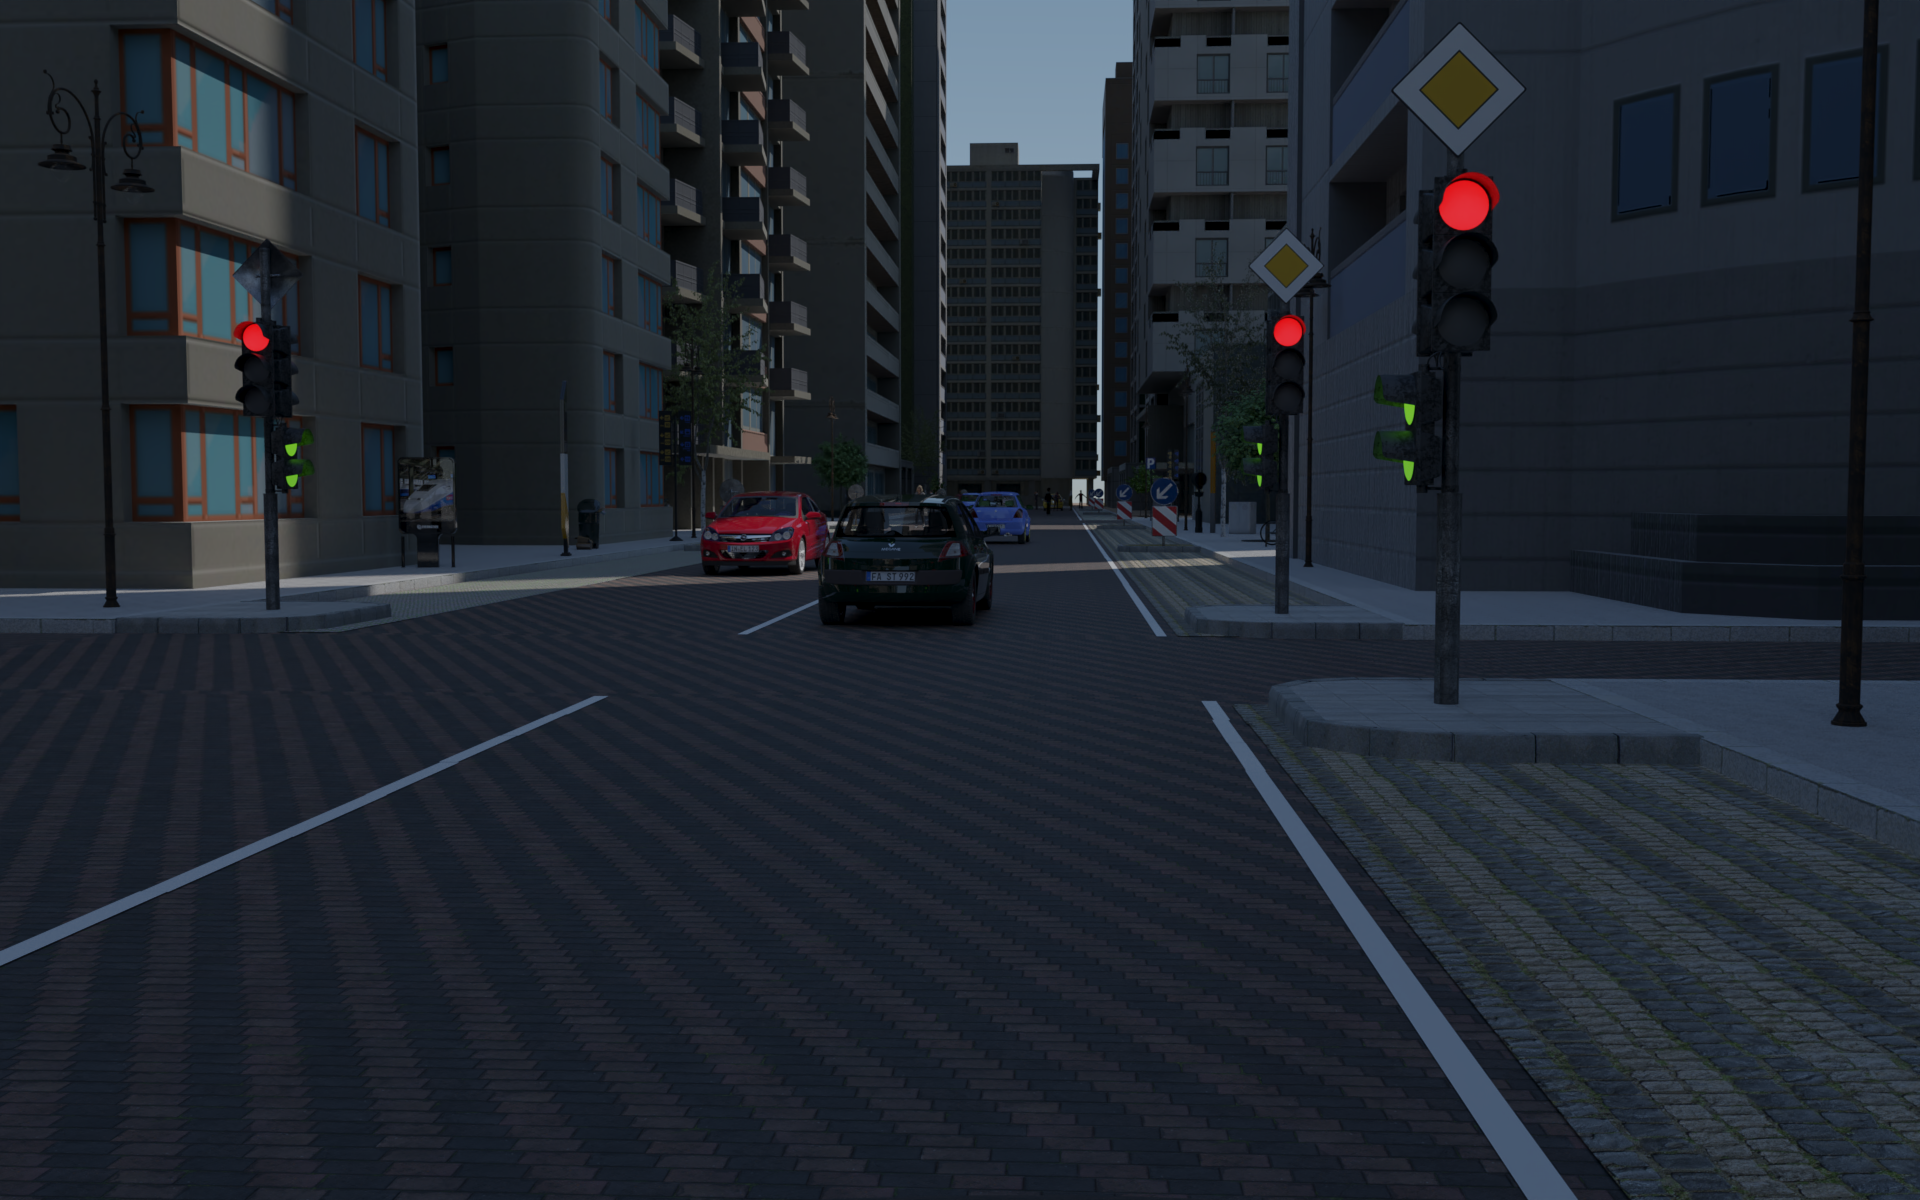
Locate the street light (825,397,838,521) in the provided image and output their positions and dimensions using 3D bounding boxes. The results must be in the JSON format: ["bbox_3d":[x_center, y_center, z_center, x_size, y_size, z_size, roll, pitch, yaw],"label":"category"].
[{"bbox_3d":[-5.967,-6.612,80.894,0.468,5.910,1.993,0,4,3],"label":"street light"}]

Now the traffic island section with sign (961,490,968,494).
[{"bbox_3d":[0.390,-8.582,148.950,1.989,1.847,2.006,0,4,3],"label":"traffic island section with sign"}]

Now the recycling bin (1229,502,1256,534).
[{"bbox_3d":[9.117,-2.650,55.875,0.722,1.027,0.722,2,4,27],"label":"recycling bin"}]

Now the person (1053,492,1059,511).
[{"bbox_3d":[8.040,-8.245,144.780,0.415,1.643,0.593,3,5,45],"label":"person"}]

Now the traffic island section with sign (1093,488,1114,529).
[{"bbox_3d":[6.572,-3.797,70.714,1.989,1.847,2.006,0,4,3],"label":"traffic island section with sign"}]

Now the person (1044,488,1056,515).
[{"bbox_3d":[6.016,-6.651,116.878,0.705,1.869,1.348,-2,4,-28],"label":"person"}]

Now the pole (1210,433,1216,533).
[{"bbox_3d":[8.318,-3.857,56.900,0.158,3.312,0.155,0,3,0],"label":"pole"}]

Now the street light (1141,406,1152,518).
[{"bbox_3d":[9.819,-7.250,91.322,0.468,5.910,1.993,0,4,3],"label":"street light"}]

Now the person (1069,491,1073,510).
[{"bbox_3d":[9.630,-8.712,151.668,0.721,1.736,1.217,1,4,9],"label":"person"}]

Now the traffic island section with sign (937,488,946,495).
[{"bbox_3d":[-1.242,-6.903,121.498,1.989,1.847,2.006,0,4,3],"label":"traffic island section with sign"}]

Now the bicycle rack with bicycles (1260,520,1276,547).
[{"bbox_3d":[8.630,-1.778,42.459,2.925,0.926,2.852,3,4,39],"label":"bicycle rack with bicycles"}]

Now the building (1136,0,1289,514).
[{"bbox_3d":[25.582,-32.027,112.876,28.713,52.752,27.495,0,4,3],"label":"building"}]

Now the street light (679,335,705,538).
[{"bbox_3d":[-7.780,-4.751,50.460,0.468,5.910,1.993,0,4,3],"label":"street light"}]

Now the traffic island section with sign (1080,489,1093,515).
[{"bbox_3d":[9.519,-6.821,120.156,1.989,1.847,2.006,0,4,3],"label":"traffic island section with sign"}]

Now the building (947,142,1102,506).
[{"bbox_3d":[3.745,-30.722,194.177,23.993,40.220,32.217,0,4,3],"label":"building"}]

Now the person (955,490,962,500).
[{"bbox_3d":[0.016,-8.139,142.298,1.217,1.743,0.721,0,4,-2],"label":"person"}]

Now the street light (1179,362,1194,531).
[{"bbox_3d":[7.961,-5.387,60.866,0.468,5.910,1.993,0,4,3],"label":"street light"}]

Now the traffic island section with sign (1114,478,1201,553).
[{"bbox_3d":[4.933,-2.111,43.137,1.989,1.847,2.006,0,4,3],"label":"traffic island section with sign"}]

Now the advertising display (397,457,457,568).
[{"bbox_3d":[-9.285,-1.529,30.206,0.974,1.923,0.123,0,4,-7],"label":"advertising display"}]

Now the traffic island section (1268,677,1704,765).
[{"bbox_3d":[3.000,0.714,10.610,2.009,0.180,2.903,0,4,3],"label":"traffic island section"}]

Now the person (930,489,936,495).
[{"bbox_3d":[-1.786,-6.203,110.726,0.445,1.727,0.742,1,4,19],"label":"person"}]

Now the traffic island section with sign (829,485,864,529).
[{"bbox_3d":[-4.249,-3.813,70.976,1.989,1.847,2.006,0,4,3],"label":"traffic island section with sign"}]

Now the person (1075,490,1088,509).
[{"bbox_3d":[11.599,-9.634,165.983,1.348,1.831,0.705,-1,4,-16],"label":"person"}]

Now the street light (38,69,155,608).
[{"bbox_3d":[-9.625,-2.855,19.471,0.468,5.910,1.993,0,4,3],"label":"street light"}]

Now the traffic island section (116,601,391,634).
[{"bbox_3d":[-7.648,0.186,19.244,2.009,0.180,2.903,0,4,3],"label":"traffic island section"}]

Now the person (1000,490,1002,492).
[{"bbox_3d":[3.163,-7.757,136.041,1.217,1.735,0.721,-1,4,-12],"label":"person"}]

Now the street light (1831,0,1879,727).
[{"bbox_3d":[4.937,-2.242,9.441,0.468,5.910,1.993,0,4,3],"label":"street light"}]

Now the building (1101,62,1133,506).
[{"bbox_3d":[22.213,-32.585,182.882,14.200,45.320,14.600,0,4,3],"label":"building"}]

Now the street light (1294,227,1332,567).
[{"bbox_3d":[6.127,-3.517,30.283,0.468,5.910,1.993,0,4,3],"label":"street light"}]

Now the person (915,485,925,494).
[{"bbox_3d":[-1.649,-3.988,73.887,0.709,1.800,0.728,2,4,24],"label":"person"}]

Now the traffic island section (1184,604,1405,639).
[{"bbox_3d":[3.474,0.226,18.581,2.009,0.180,2.903,0,4,3],"label":"traffic island section"}]

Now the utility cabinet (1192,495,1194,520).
[{"bbox_3d":[11.765,-4.581,86.058,0.306,1.237,1.020,1,4,18],"label":"utility cabinet"}]

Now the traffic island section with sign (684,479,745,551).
[{"bbox_3d":[-5.843,-2.168,44.068,1.989,1.847,2.006,0,4,3],"label":"traffic island section with sign"}]

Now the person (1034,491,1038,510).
[{"bbox_3d":[6.928,-9.162,159.100,0.445,1.727,0.742,-3,4,-36],"label":"person"}]
